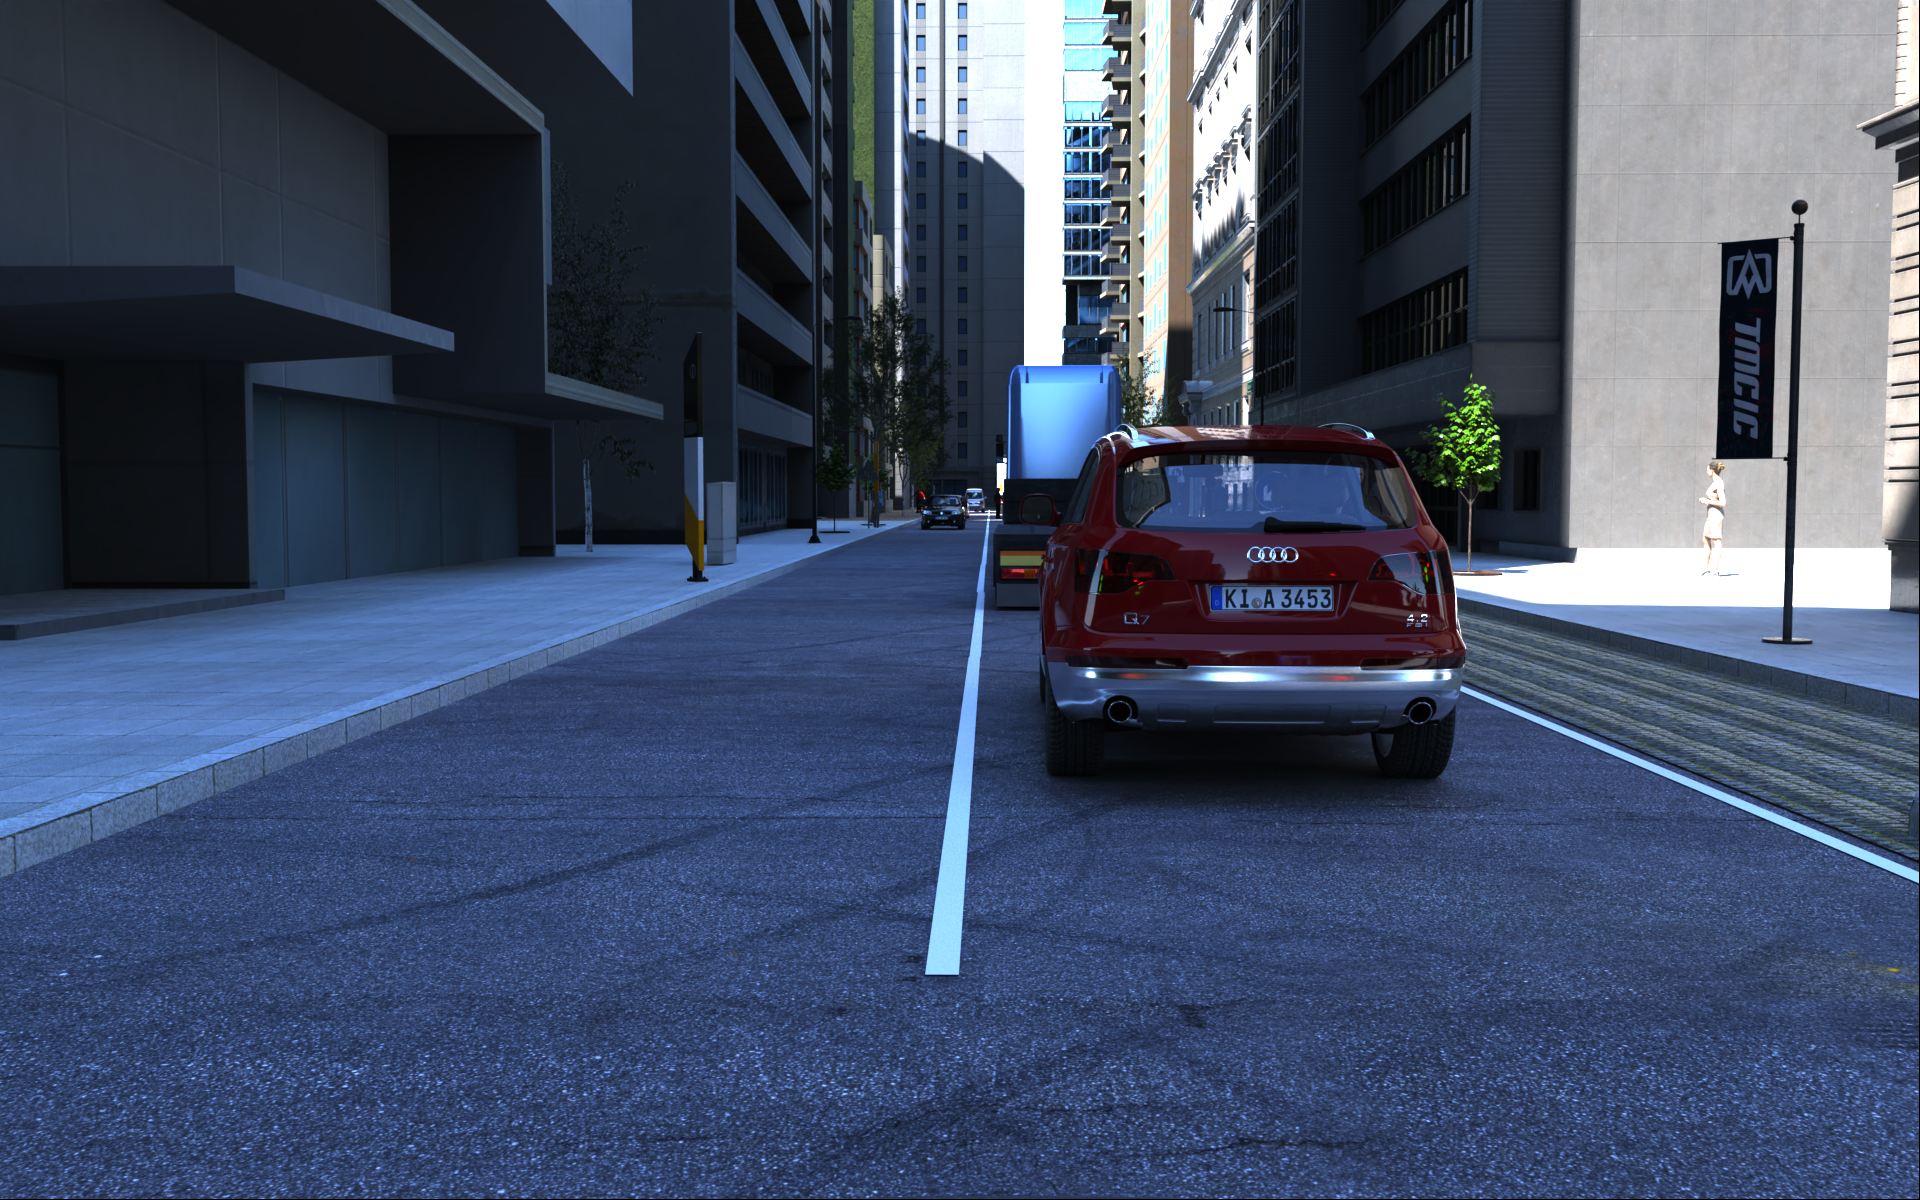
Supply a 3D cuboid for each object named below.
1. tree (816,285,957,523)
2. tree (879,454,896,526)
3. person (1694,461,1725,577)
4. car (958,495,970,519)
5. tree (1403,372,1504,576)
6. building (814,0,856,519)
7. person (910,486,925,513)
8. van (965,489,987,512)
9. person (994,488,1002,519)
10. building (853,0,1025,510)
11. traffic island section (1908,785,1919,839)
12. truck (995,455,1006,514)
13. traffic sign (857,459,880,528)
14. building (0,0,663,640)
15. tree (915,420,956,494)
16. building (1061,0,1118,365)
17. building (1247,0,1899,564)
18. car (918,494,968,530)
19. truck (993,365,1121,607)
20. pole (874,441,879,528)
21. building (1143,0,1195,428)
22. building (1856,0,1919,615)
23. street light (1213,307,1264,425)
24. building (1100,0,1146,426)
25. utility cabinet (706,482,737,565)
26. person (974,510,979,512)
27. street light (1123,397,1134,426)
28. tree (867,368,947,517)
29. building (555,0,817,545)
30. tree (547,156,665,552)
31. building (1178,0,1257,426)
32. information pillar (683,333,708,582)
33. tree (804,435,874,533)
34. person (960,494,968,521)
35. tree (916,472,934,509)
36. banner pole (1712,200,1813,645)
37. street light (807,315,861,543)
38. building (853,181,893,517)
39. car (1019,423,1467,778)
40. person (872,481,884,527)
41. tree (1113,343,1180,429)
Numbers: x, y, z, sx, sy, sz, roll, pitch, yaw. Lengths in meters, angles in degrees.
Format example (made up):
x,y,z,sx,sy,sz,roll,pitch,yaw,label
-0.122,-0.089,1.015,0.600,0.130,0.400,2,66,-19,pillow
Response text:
x,y,z,sx,sy,sz,roll,pitch,yaw,label
-3.569,-8.729,77.138,7.601,10.594,8.767,0,4,6,tree
-3.540,-4.657,70.750,1.663,3.219,1.824,0,3,0,tree
11.588,-1.244,26.725,0.374,1.781,0.599,1,4,13,person
-0.413,-5.513,102.495,2.083,1.381,4.827,0,4,2,car
8.171,-2.013,27.515,1.663,3.219,1.824,0,3,0,tree
-12.914,-19.385,88.641,14.160,30.474,14.107,0,4,1,building
-2.803,-6.772,116.707,1.348,1.831,0.705,3,5,41,person
1.121,-7.900,136.183,2.013,2.044,4.112,0,4,2,van
2.230,-5.564,99.605,0.705,1.807,1.348,-2,4,-24,person
-7.584,-38.818,176.667,28.212,58.520,21.231,0,4,1,building
4.939,0.975,6.342,2.009,0.180,2.903,0,4,1,traffic island section
3.988,-8.533,128.428,2.839,4.237,11.283,0,4,1,truck
-3.408,-3.948,64.555,0.884,2.594,0.081,0,4,6,traffic sign
-19.652,-26.382,20.590,28.713,52.752,27.495,0,4,1,building
-2.424,-12.784,159.377,4.360,8.622,3.978,0,3,0,tree
22.029,-52.801,175.972,31.000,86.520,22.319,0,4,1,building
16.917,-13.869,45.830,14.314,24.678,30.058,0,4,1,building
-0.671,-3.729,70.764,2.009,1.686,4.222,0,4,2,car
1.958,-2.485,30.391,2.967,4.110,18.799,0,4,2,truck
-3.189,-4.423,66.151,0.158,3.312,0.155,0,3,0,pole
17.533,-27.123,93.572,14.600,45.320,14.200,0,4,1,building
19.874,-10.831,13.252,21.152,22.565,11.583,0,4,1,building
6.974,-4.316,43.111,1.470,5.913,1.316,0,4,1,street light
22.754,-29.672,139.761,22.147,44.769,28.867,0,4,1,building
-4.357,-1.401,31.587,0.318,1.500,1.173,0,4,4,utility cabinet
1.345,-8.076,140.532,0.705,1.826,1.348,-2,4,-33,person
7.608,-6.654,81.339,1.470,5.913,1.316,0,4,1,street light
-3.188,-8.994,97.418,4.737,8.622,4.395,0,3,0,tree
-16.201,-26.266,53.149,21.300,48.544,21.600,0,4,1,building
-8.208,-5.348,37.809,4.360,8.622,3.978,0,3,0,tree
16.831,-17.428,70.855,13.634,28.700,20.117,0,4,1,building
-3.898,-2.082,25.390,0.183,3.616,0.504,-2,4,-34,information pillar
-4.022,-3.815,56.975,1.663,3.219,1.824,0,3,0,tree
0.201,-4.851,91.040,0.421,1.427,0.697,0,4,8,person
-3.049,-9.481,149.611,1.663,3.219,1.824,0,3,0,tree
6.964,-1.527,14.986,0.863,3.779,0.401,3,5,40,banner pole
-3.268,-4.442,45.160,1.470,5.913,1.316,0,4,1,street light
-18.932,-16.235,110.488,27.650,21.520,28.899,0,4,1,building
1.492,-0.100,10.301,2.281,1.827,5.304,0,4,2,car
-3.225,-3.767,67.903,0.793,1.790,0.793,-3,4,-38,person
8.597,-8.253,85.292,4.737,8.622,4.395,0,3,0,tree
